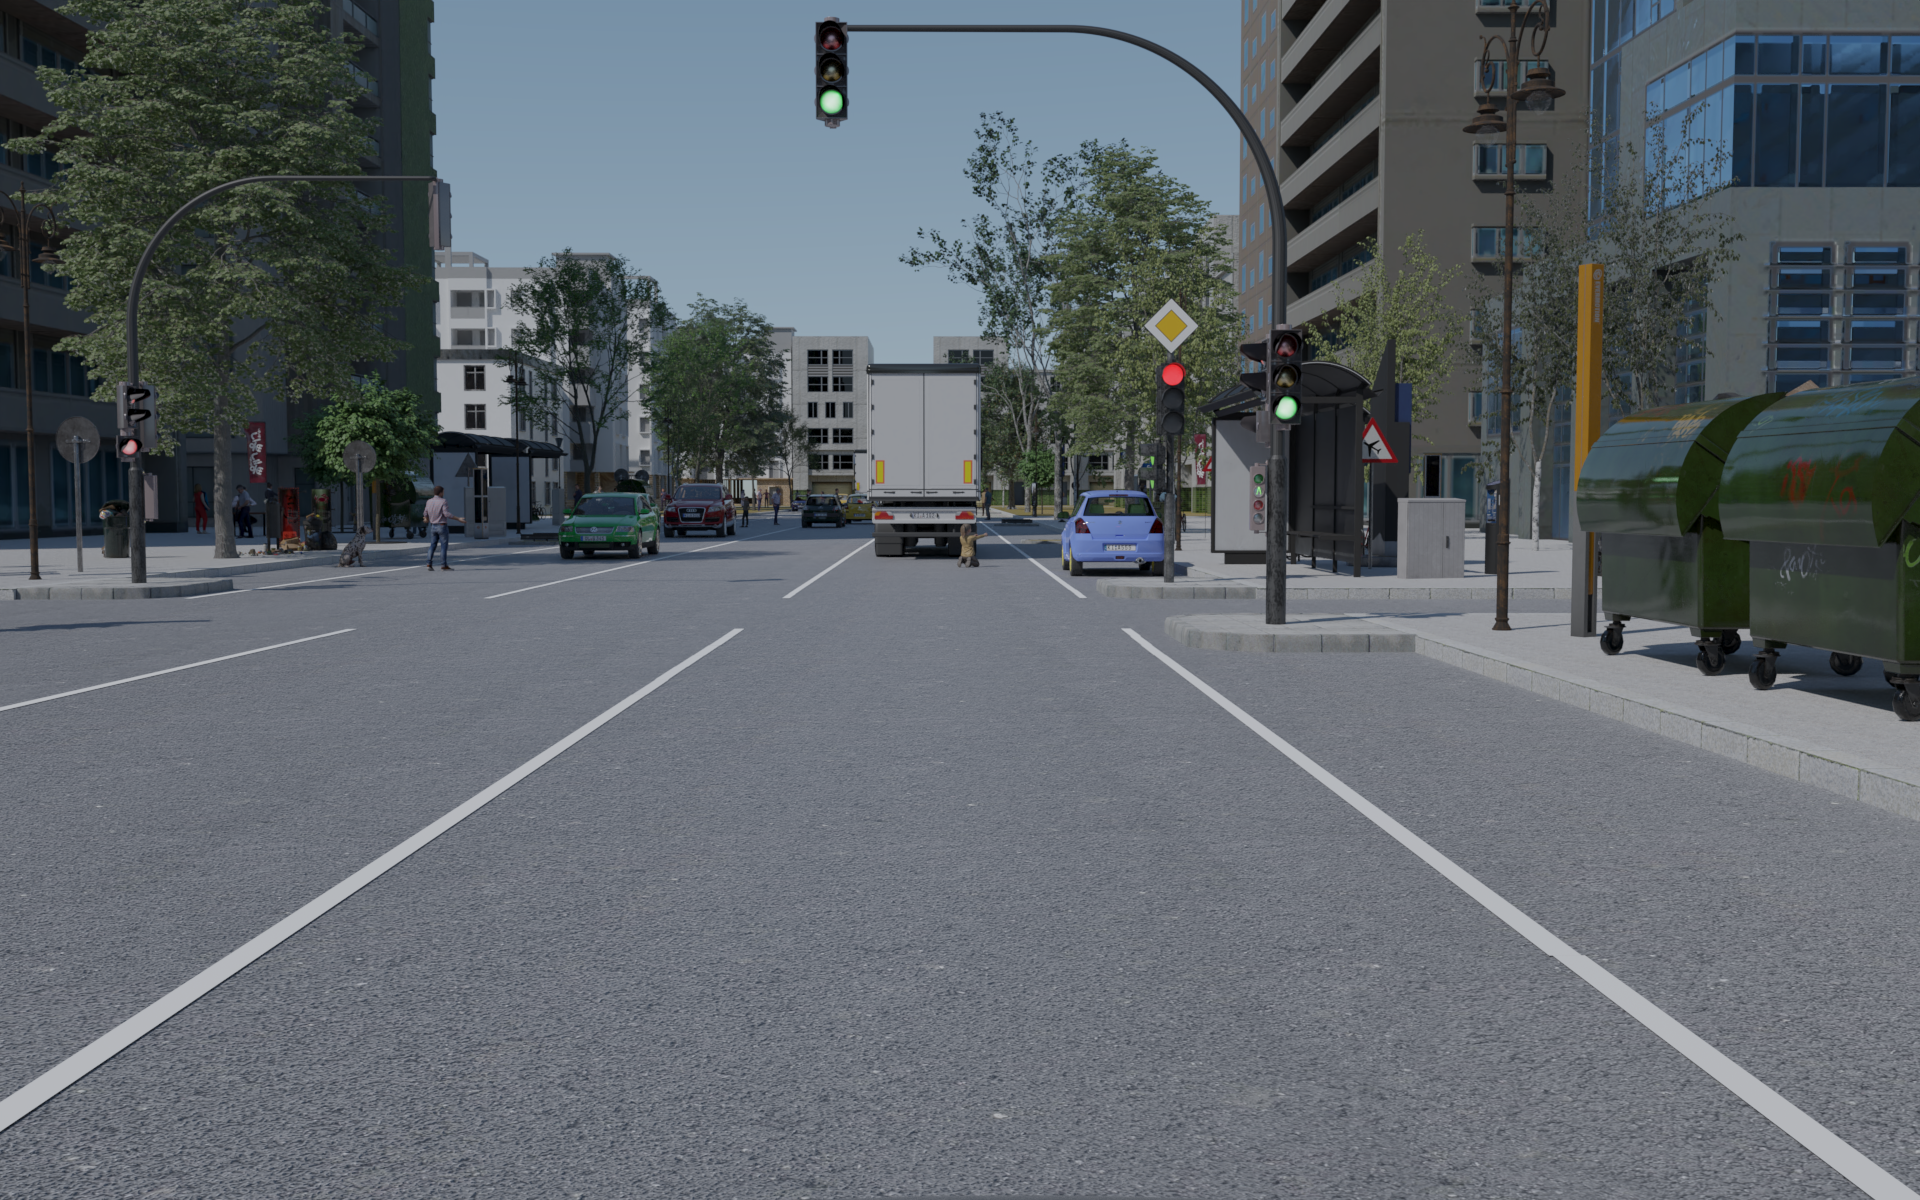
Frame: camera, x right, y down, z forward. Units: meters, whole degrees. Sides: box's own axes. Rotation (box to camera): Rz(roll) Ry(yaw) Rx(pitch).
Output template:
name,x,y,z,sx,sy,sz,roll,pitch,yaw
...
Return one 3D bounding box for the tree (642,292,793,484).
name,x,y,z,sx,sy,sz,roll,pitch,yaw
tree,-15.366,-12.489,110.851,9.857,13.997,8.962,0,3,0

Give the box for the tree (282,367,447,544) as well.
name,x,y,z,sx,sy,sz,roll,pitch,yaw
tree,-15.114,-3.746,44.953,4.285,4.588,4.351,0,3,0

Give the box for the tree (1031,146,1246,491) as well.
name,x,y,z,sx,sy,sz,roll,pitch,yaw
tree,5.860,-8.505,57.182,7.486,12.596,7.792,0,3,0

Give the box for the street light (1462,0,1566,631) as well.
name,x,y,z,sx,sy,sz,roll,pitch,yaw
street light,5.108,-2.652,16.149,0.468,5.910,1.993,0,4,-1

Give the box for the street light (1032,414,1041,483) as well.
name,x,y,z,sx,sy,sz,roll,pitch,yaw
street light,4.327,-7.692,98.558,0.468,5.910,1.993,0,4,-1

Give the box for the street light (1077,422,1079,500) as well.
name,x,y,z,sx,sy,sz,roll,pitch,yaw
street light,4.681,-5.873,68.806,0.468,5.910,1.993,0,4,-1

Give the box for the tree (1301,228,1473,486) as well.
name,x,y,z,sx,sy,sz,roll,pitch,yaw
tree,11.853,-5.959,47.800,4.737,8.622,4.395,0,3,0

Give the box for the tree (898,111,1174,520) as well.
name,x,y,z,sx,sy,sz,roll,pitch,yaw
tree,3.750,-14.129,86.899,12.611,20.169,13.585,0,3,0

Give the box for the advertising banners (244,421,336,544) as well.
name,x,y,z,sx,sy,sz,roll,pitch,yaw
advertising banners,-16.325,-2.813,42.179,2.074,3.025,0.090,-2,4,-29

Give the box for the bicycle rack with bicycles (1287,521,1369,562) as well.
name,x,y,z,sx,sy,sz,roll,pitch,yaw
bicycle rack with bicycles,6.709,-1.283,34.357,2.852,0.926,2.925,-2,4,-33

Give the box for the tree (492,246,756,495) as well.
name,x,y,z,sx,sy,sz,roll,pitch,yaw
tree,-15.438,-8.944,71.985,9.928,11.665,9.643,0,3,0

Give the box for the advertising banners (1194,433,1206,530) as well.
name,x,y,z,sx,sy,sz,roll,pitch,yaw
advertising banners,7.375,-3.264,49.558,0.090,3.025,2.074,-2,4,-33

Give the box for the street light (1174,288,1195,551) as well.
name,x,y,z,sx,sy,sz,roll,pitch,yaw
street light,4.949,-4.053,39.052,0.468,5.910,1.993,0,4,-1

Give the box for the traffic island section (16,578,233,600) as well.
name,x,y,z,sx,sy,sz,roll,pitch,yaw
traffic island section,-11.850,-0.164,24.963,2.009,0.180,2.903,0,4,-1

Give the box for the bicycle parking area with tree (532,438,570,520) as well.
name,x,y,z,sx,sy,sz,roll,pitch,yaw
bicycle parking area with tree,-22.937,-6.211,88.556,8.231,4.147,9.016,1,4,18

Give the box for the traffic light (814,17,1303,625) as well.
name,x,y,z,sx,sy,sz,roll,pitch,yaw
traffic light,0.999,-2.580,16.844,4.771,5.953,1.251,0,4,-1

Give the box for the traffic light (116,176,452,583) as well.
name,x,y,z,sx,sy,sz,roll,pitch,yaw
traffic light,-9.718,-3.071,24.885,4.771,5.953,1.251,0,4,-1

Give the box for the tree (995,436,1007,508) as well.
name,x,y,z,sx,sy,sz,roll,pitch,yaw
tree,4.283,-12.906,161.380,4.737,8.622,4.395,0,3,0

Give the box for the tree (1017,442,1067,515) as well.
name,x,y,z,sx,sy,sz,roll,pitch,yaw
tree,5.171,-7.663,108.996,4.285,4.588,4.351,0,3,0

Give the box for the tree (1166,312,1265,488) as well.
name,x,y,z,sx,sy,sz,roll,pitch,yaw
tree,11.225,-7.285,69.467,4.360,8.622,3.978,0,3,0

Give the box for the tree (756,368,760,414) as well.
name,x,y,z,sx,sy,sz,roll,pitch,yaw
tree,-15.267,-10.732,101.220,9.928,11.665,9.643,0,3,0

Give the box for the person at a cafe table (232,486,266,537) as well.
name,x,y,z,sx,sy,sz,roll,pitch,yaw
person at a cafe table,-21.590,-2.700,52.662,1.622,1.524,1.698,2,4,33

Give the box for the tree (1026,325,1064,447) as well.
name,x,y,z,sx,sy,sz,roll,pitch,yaw
tree,4.963,-7.539,73.632,4.737,8.622,4.395,0,3,0

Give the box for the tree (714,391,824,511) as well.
name,x,y,z,sx,sy,sz,roll,pitch,yaw
tree,-15.892,-12.220,134.207,8.767,10.594,7.601,0,4,8

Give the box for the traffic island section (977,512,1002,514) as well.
name,x,y,z,sx,sy,sz,roll,pitch,yaw
traffic island section,2.037,-6.364,126.921,1.991,0.108,1.994,0,4,-1

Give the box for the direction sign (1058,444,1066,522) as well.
name,x,y,z,sx,sy,sz,roll,pitch,yaw
direction sign,4.627,-5.289,78.473,0.379,3.537,0.876,-1,4,-11

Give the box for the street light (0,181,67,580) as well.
name,x,y,z,sx,sy,sz,roll,pitch,yaw
street light,-13.852,-3.240,25.763,0.468,5.910,1.993,0,4,-1

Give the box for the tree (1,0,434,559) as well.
name,x,y,z,sx,sy,sz,roll,pitch,yaw
tree,-14.351,-7.082,33.924,7.486,12.596,7.792,0,3,0

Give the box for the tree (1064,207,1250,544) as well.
name,x,y,z,sx,sy,sz,roll,pitch,yaw
tree,5.450,-5.744,44.281,4.737,8.622,4.395,0,3,0

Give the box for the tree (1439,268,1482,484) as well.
name,x,y,z,sx,sy,sz,roll,pitch,yaw
tree,13.028,-5.431,39.157,4.360,8.622,3.978,0,3,0

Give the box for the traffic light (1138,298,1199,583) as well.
name,x,y,z,sx,sy,sz,roll,pitch,yaw
traffic light,3.011,-2.206,24.991,0.839,4.253,0.868,0,4,-1

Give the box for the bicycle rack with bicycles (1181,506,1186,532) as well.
name,x,y,z,sx,sy,sz,roll,pitch,yaw
bicycle rack with bicycles,6.628,-2.842,59.848,2.852,0.926,2.925,0,4,4

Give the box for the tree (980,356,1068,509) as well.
name,x,y,z,sx,sy,sz,roll,pitch,yaw
tree,4.270,-13.934,144.826,9.611,12.733,9.660,0,3,0

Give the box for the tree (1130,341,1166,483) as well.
name,x,y,z,sx,sy,sz,roll,pitch,yaw
tree,9.564,-7.814,78.119,4.360,8.622,3.978,0,3,0

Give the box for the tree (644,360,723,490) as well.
name,x,y,z,sx,sy,sz,roll,pitch,yaw
tree,-15.013,-8.727,93.044,4.737,8.622,4.395,0,3,0

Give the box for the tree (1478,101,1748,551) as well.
name,x,y,z,sx,sy,sz,roll,pitch,yaw
tree,12.381,-4.985,31.860,4.360,8.622,3.978,0,3,0

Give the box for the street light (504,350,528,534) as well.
name,x,y,z,sx,sy,sz,roll,pitch,yaw
street light,-14.191,-5.060,55.516,0.468,5.910,1.993,0,4,-1

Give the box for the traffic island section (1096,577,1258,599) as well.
name,x,y,z,sx,sy,sz,roll,pitch,yaw
traffic island section,3.051,-0.173,25.105,2.009,0.180,2.903,0,4,-1

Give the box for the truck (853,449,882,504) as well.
name,x,y,z,sx,sy,sz,roll,pitch,yaw
truck,-5.316,-7.659,114.136,2.839,4.237,11.283,0,4,1

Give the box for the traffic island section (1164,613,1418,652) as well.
name,x,y,z,sx,sy,sz,roll,pitch,yaw
traffic island section,3.130,0.316,17.121,2.009,0.180,2.903,0,4,-1

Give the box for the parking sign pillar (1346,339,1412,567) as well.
name,x,y,z,sx,sy,sz,roll,pitch,yaw
parking sign pillar,7.646,-2.592,30.856,1.447,3.967,1.447,0,4,1

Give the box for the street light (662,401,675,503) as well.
name,x,y,z,sx,sy,sz,roll,pitch,yaw
street light,-14.483,-6.927,86.050,0.468,5.910,1.993,0,4,-1

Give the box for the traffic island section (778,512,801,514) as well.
name,x,y,z,sx,sy,sz,roll,pitch,yaw
traffic island section,-12.532,-6.388,127.310,1.991,0.108,1.994,0,4,-1

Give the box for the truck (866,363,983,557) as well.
name,x,y,z,sx,sy,sz,roll,pitch,yaw
truck,-0.787,-3.296,42.795,2.839,4.237,11.283,0,3,0
